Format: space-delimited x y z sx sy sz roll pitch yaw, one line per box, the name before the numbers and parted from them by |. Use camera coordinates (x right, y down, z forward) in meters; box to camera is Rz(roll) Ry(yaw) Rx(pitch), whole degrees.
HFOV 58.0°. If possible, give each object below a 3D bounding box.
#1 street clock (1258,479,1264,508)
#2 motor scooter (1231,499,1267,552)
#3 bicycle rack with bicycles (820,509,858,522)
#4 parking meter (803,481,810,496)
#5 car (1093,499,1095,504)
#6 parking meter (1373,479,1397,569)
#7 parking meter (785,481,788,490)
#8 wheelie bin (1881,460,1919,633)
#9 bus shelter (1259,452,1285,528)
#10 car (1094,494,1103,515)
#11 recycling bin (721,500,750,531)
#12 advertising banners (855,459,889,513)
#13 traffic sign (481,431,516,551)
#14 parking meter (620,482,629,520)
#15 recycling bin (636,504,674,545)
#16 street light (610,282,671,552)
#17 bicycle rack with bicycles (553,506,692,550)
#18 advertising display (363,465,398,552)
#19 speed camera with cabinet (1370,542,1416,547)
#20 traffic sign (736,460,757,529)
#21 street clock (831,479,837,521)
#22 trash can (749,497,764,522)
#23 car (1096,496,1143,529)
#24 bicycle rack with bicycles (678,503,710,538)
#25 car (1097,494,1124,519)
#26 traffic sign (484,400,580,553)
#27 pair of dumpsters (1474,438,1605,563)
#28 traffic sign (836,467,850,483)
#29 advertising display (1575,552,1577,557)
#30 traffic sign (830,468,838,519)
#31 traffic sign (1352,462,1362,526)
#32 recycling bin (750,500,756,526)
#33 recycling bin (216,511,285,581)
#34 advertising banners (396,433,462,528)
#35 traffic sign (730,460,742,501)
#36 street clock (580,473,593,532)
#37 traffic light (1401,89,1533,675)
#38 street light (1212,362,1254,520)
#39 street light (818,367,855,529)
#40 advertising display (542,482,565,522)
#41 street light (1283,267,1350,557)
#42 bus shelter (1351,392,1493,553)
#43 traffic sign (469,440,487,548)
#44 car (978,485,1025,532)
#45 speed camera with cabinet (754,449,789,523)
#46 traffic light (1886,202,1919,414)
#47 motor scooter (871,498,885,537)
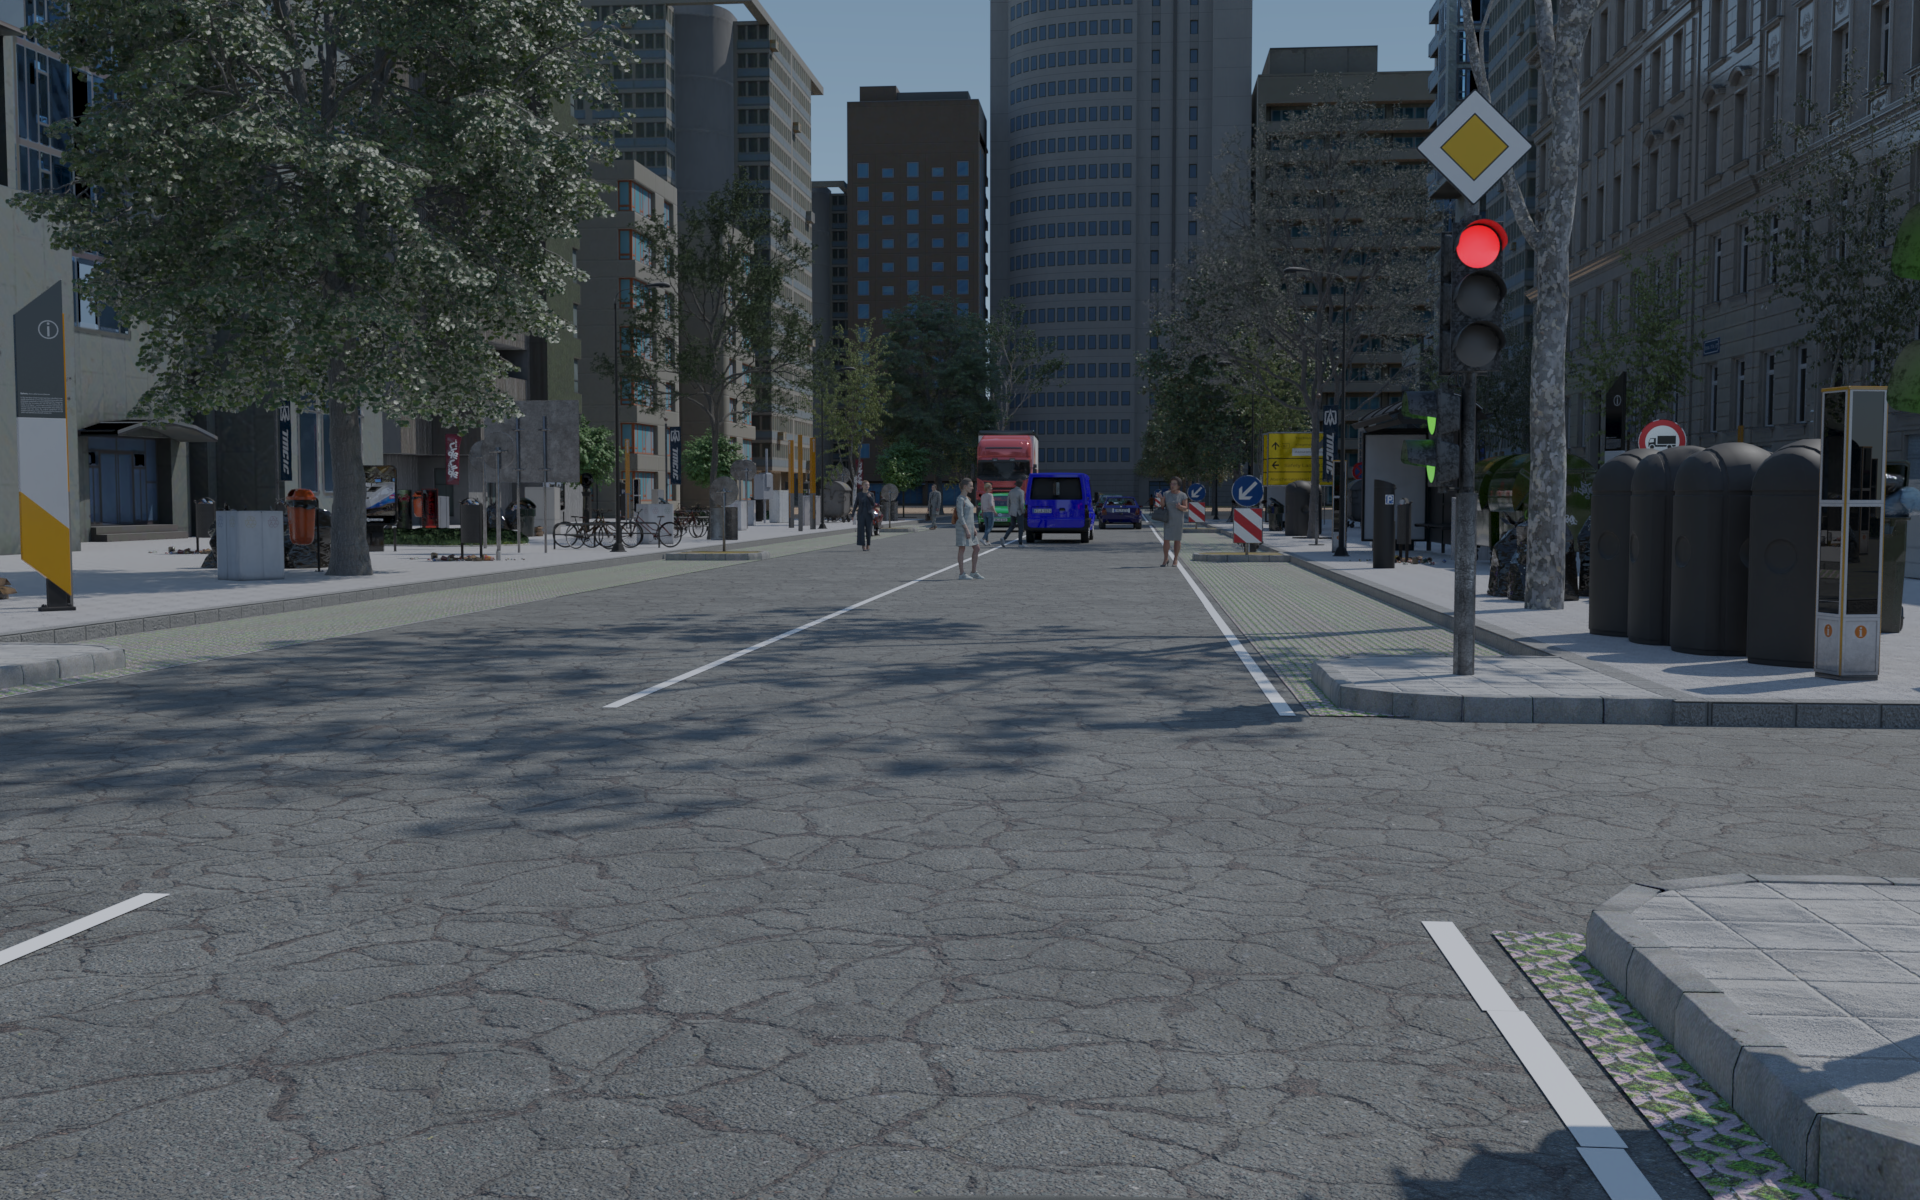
street clock | 14.869 -4.974 85.891 0.471 2.002 0.358 0 4 -6
motor scooter | 6.581 -1.626 39.355 0.815 1.314 1.986 0 4 4
bicycle rack with bicycles | -5.798 -4.104 80.486 2.925 0.926 2.852 -1 4 -11
parking meter | -6.917 -4.441 78.321 0.255 1.863 0.399 1 4 19
car | 13.128 -9.057 158.301 2.015 1.641 3.980 0 4 5
parking meter | 7.330 -1.315 29.913 0.372 1.533 0.369 0 3 0
parking meter | -7.828 -4.515 79.536 0.399 1.863 0.255 0 4 -7
wheelie bin | 8.528 -0.507 16.202 0.980 1.594 0.693 2 4 25
bus shelter | 12.102 -4.229 63.074 2.014 3.302 5.546 0 4 6
car | 10.253 -6.595 119.633 2.131 1.459 4.920 0 4 7
recycling bin | -7.941 -2.956 60.887 0.722 1.027 0.722 1 4 10
advertising banners | -4.369 -5.480 85.784 2.074 3.025 0.090 2 4 34
traffic sign | -9.402 -2.149 35.242 0.768 2.556 0.104 1 4 13
parking meter | -16.349 -4.824 84.581 0.399 1.863 0.255 2 4 24
recycling bin | -7.809 -1.944 44.341 0.722 1.027 0.722 -3 5 -39
street light | -7.038 -4.014 38.164 1.470 5.913 1.316 0 4 5
bicycle rack with bicycles | -8.389 -1.680 40.847 2.925 0.926 2.852 1 4 20
advertising display | -13.039 -2.041 38.590 0.974 1.923 0.123 0 4 -7
speed camera with cabinet | 11.069 -2.924 42.151 2.038 3.252 0.660 0 4 -8
traffic sign | -7.905 -3.915 64.114 0.768 2.556 0.104 0 4 7
street clock | -6.058 -4.798 83.022 0.358 2.002 0.471 -2 4 -28
trash can | -9.424 -4.214 80.548 0.748 1.137 0.748 0 3 0
car | 6.614 -3.616 71.696 1.945 1.354 3.894 0 4 4
bicycle rack with bicycles | -8.261 -2.311 51.168 2.852 0.926 2.925 3 5 43
car | 8.893 -5.459 101.047 2.131 1.459 4.920 0 4 5
traffic sign | -9.330 -2.680 37.694 2.265 3.308 0.079 1 4 14
pair of dumpsters | 9.927 -1.697 30.248 1.574 2.255 4.437 0 4 5
traffic sign | -5.572 -5.010 82.015 0.768 2.556 0.104 1 4 14
advertising display | 12.408 -1.836 35.226 0.974 1.923 0.123 -2 4 -35
traffic sign | -5.978 -5.148 84.273 0.768 2.556 0.104 1 4 14
traffic sign | 15.880 -4.184 68.508 0.768 2.556 0.104 0 4 6
recycling bin | -8.701 -3.534 70.341 0.722 1.027 0.722 0 4 1
recycling bin | -10.645 -0.821 25.980 0.722 1.027 0.722 3 5 40
advertising banners | -15.203 -3.263 49.540 2.074 3.025 0.090 -3 4 -38
traffic sign | -8.171 -3.928 64.325 0.768 2.556 0.104 1 4 11
street clock | -12.567 -3.284 58.271 0.471 2.002 0.358 -1 4 -12
traffic light | 3.563 -1.424 12.203 0.839 4.253 0.868 0 4 5
street light | 9.690 -5.387 60.623 1.470 5.913 1.316 0 4 5
street light | -4.521 -5.565 63.527 1.470 5.913 1.316 0 4 5
advertising display | -17.330 -4.198 73.850 0.974 1.923 0.123 0 4 7
street light | 7.319 -3.855 35.574 1.470 5.913 1.316 0 4 5
bus shelter | 9.663 -2.617 36.707 2.014 3.302 5.546 0 4 5
traffic sign | -11.200 -2.487 40.775 0.768 2.556 0.104 1 4 9
car | 1.722 -3.531 66.530 1.959 1.807 4.718 0 4 6
speed camera with cabinet | -8.245 -5.016 76.353 0.660 3.252 2.038 2 4 32
traffic light | 2.795 -0.938 4.255 0.839 4.253 0.868 0 4 5
motor scooter | -2.920 -2.816 58.814 0.815 1.314 1.986 0 4 5
